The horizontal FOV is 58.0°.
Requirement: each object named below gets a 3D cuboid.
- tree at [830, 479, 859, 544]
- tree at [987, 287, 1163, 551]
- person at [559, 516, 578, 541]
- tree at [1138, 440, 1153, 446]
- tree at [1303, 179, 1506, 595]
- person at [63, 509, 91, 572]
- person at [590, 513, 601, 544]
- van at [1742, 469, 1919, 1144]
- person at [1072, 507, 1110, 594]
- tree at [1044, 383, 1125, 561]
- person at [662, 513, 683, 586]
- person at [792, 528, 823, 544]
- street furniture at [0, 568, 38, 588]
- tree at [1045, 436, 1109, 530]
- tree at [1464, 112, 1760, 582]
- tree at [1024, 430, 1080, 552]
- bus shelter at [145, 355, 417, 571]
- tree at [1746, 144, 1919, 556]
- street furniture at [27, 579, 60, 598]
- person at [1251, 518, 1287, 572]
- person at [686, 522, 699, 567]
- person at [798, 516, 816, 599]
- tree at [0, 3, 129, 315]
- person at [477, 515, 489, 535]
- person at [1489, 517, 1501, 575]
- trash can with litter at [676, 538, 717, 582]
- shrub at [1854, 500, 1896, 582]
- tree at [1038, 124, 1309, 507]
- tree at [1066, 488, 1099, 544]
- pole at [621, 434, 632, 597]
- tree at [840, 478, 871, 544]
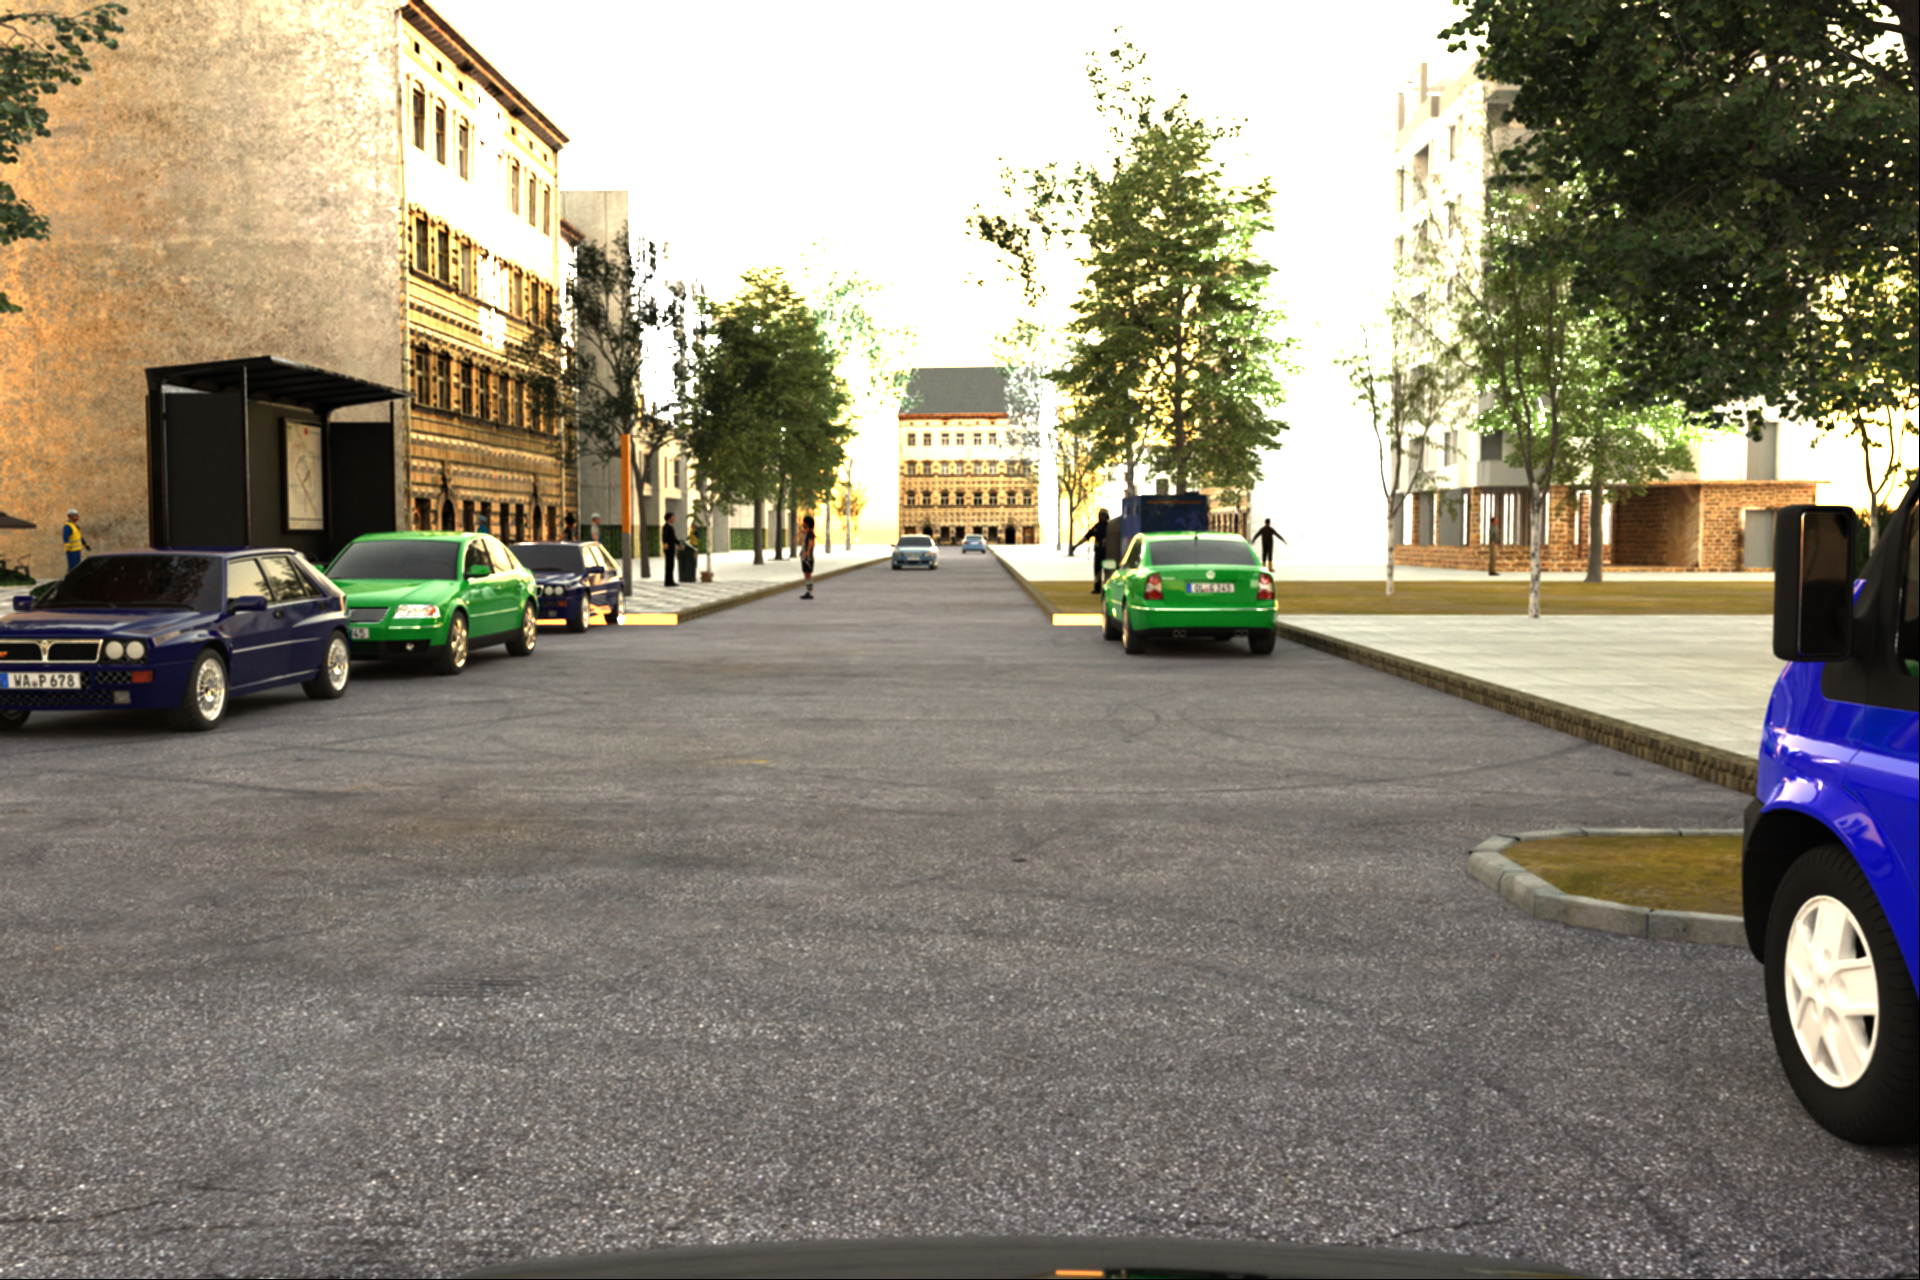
[{"bbox_3d":[-14.916,-16.536,220.725,4.737,8.622,4.395,0,3,0],"label":"tree"},{"bbox_3d":[8.733,-16.834,131.118,12.611,20.169,13.585,0,3,0],"label":"tree"},{"bbox_3d":[-11.590,-2.759,51.261,0.704,1.843,1.345,1,4,15],"label":"person"},{"bbox_3d":[24.481,-19.174,223.871,12.009,13.543,11.850,0,3,0],"label":"tree"},{"bbox_3d":[9.095,-5.269,36.514,4.360,8.622,3.978,0,3,0],"label":"tree"},{"bbox_3d":[-19.434,-1.961,38.036,0.705,1.833,1.349,-1,4,-9],"label":"person"},{"bbox_3d":[-9.870,-2.522,47.091,0.705,1.847,1.347,-1,4,-11],"label":"person"},{"bbox_3d":[2.972,0.125,2.335,2.240,2.365,5.245,0,4,-1],"label":"van"},{"bbox_3d":[3.052,-1.918,37.136,1.354,1.856,0.705,2,4,28],"label":"person"},{"bbox_3d":[6.309,-8.141,83.471,4.360,8.622,3.978,0,3,0],"label":"tree"},{"bbox_3d":[-7.107,-2.224,42.554,0.705,1.806,1.347,0,4,7],"label":"person"},{"bbox_3d":[-5.670,-3.513,64.234,1.217,1.733,0.721,-2,4,-28],"label":"person"},{"bbox_3d":[-26.616,-1.453,39.389,5.734,0.657,10.072,2,4,33],"label":"street furniture"},{"bbox_3d":[6.956,-9.859,111.556,4.360,8.622,3.978,0,3,0],"label":"tree"},{"bbox_3d":[17.133,-7.827,46.102,7.486,12.596,7.792,0,3,0],"label":"tree"},{"bbox_3d":[6.571,-10.397,120.351,4.360,8.622,3.978,0,3,0],"label":"tree"},{"bbox_3d":[-9.916,-2.118,25.909,1.731,3.624,6.357,0,3,0],"label":"bus shelter"},{"bbox_3d":[16.780,-4.982,31.810,4.737,8.622,4.395,0,3,0],"label":"tree"},{"bbox_3d":[-13.141,-1.185,34.997,10.072,0.657,5.734,-2,4,-28],"label":"street furniture"},{"bbox_3d":[10.485,-3.231,58.962,1.346,1.812,0.704,3,4,37],"label":"person"},{"bbox_3d":[-10.310,-3.675,66.545,0.721,1.772,1.216,-2,4,-29],"label":"person"},{"bbox_3d":[-3.389,-1.815,38.284,0.704,1.843,1.345,-1,4,-11],"label":"person"},{"bbox_3d":[-12.253,-6.587,14.355,9.857,13.997,8.962,0,3,0],"label":"tree"},{"bbox_3d":[-13.670,-2.649,49.436,0.704,1.817,1.347,0,4,2],"label":"person"},{"bbox_3d":[16.586,-2.905,53.766,0.705,1.796,1.348,2,4,26],"label":"person"},{"bbox_3d":[-7.013,-2.122,46.076,1.055,1.170,0.624,0,4,1],"label":"trash can with litter"},{"bbox_3d":[19.202,-1.929,35.953,1.690,2.028,1.600,0,3,0],"label":"shrub"},{"bbox_3d":[6.041,-8.012,49.125,7.486,12.596,7.792,0,3,0],"label":"tree"},{"bbox_3d":[15.640,-16.569,221.260,4.737,8.622,4.395,0,3,0],"label":"tree"},{"bbox_3d":[-6.818,-2.542,35.406,0.158,3.312,0.155,0,3,0],"label":"pole"},{"bbox_3d":[-13.677,-16.833,225.573,4.737,8.622,4.395,0,3,0],"label":"tree"}]
